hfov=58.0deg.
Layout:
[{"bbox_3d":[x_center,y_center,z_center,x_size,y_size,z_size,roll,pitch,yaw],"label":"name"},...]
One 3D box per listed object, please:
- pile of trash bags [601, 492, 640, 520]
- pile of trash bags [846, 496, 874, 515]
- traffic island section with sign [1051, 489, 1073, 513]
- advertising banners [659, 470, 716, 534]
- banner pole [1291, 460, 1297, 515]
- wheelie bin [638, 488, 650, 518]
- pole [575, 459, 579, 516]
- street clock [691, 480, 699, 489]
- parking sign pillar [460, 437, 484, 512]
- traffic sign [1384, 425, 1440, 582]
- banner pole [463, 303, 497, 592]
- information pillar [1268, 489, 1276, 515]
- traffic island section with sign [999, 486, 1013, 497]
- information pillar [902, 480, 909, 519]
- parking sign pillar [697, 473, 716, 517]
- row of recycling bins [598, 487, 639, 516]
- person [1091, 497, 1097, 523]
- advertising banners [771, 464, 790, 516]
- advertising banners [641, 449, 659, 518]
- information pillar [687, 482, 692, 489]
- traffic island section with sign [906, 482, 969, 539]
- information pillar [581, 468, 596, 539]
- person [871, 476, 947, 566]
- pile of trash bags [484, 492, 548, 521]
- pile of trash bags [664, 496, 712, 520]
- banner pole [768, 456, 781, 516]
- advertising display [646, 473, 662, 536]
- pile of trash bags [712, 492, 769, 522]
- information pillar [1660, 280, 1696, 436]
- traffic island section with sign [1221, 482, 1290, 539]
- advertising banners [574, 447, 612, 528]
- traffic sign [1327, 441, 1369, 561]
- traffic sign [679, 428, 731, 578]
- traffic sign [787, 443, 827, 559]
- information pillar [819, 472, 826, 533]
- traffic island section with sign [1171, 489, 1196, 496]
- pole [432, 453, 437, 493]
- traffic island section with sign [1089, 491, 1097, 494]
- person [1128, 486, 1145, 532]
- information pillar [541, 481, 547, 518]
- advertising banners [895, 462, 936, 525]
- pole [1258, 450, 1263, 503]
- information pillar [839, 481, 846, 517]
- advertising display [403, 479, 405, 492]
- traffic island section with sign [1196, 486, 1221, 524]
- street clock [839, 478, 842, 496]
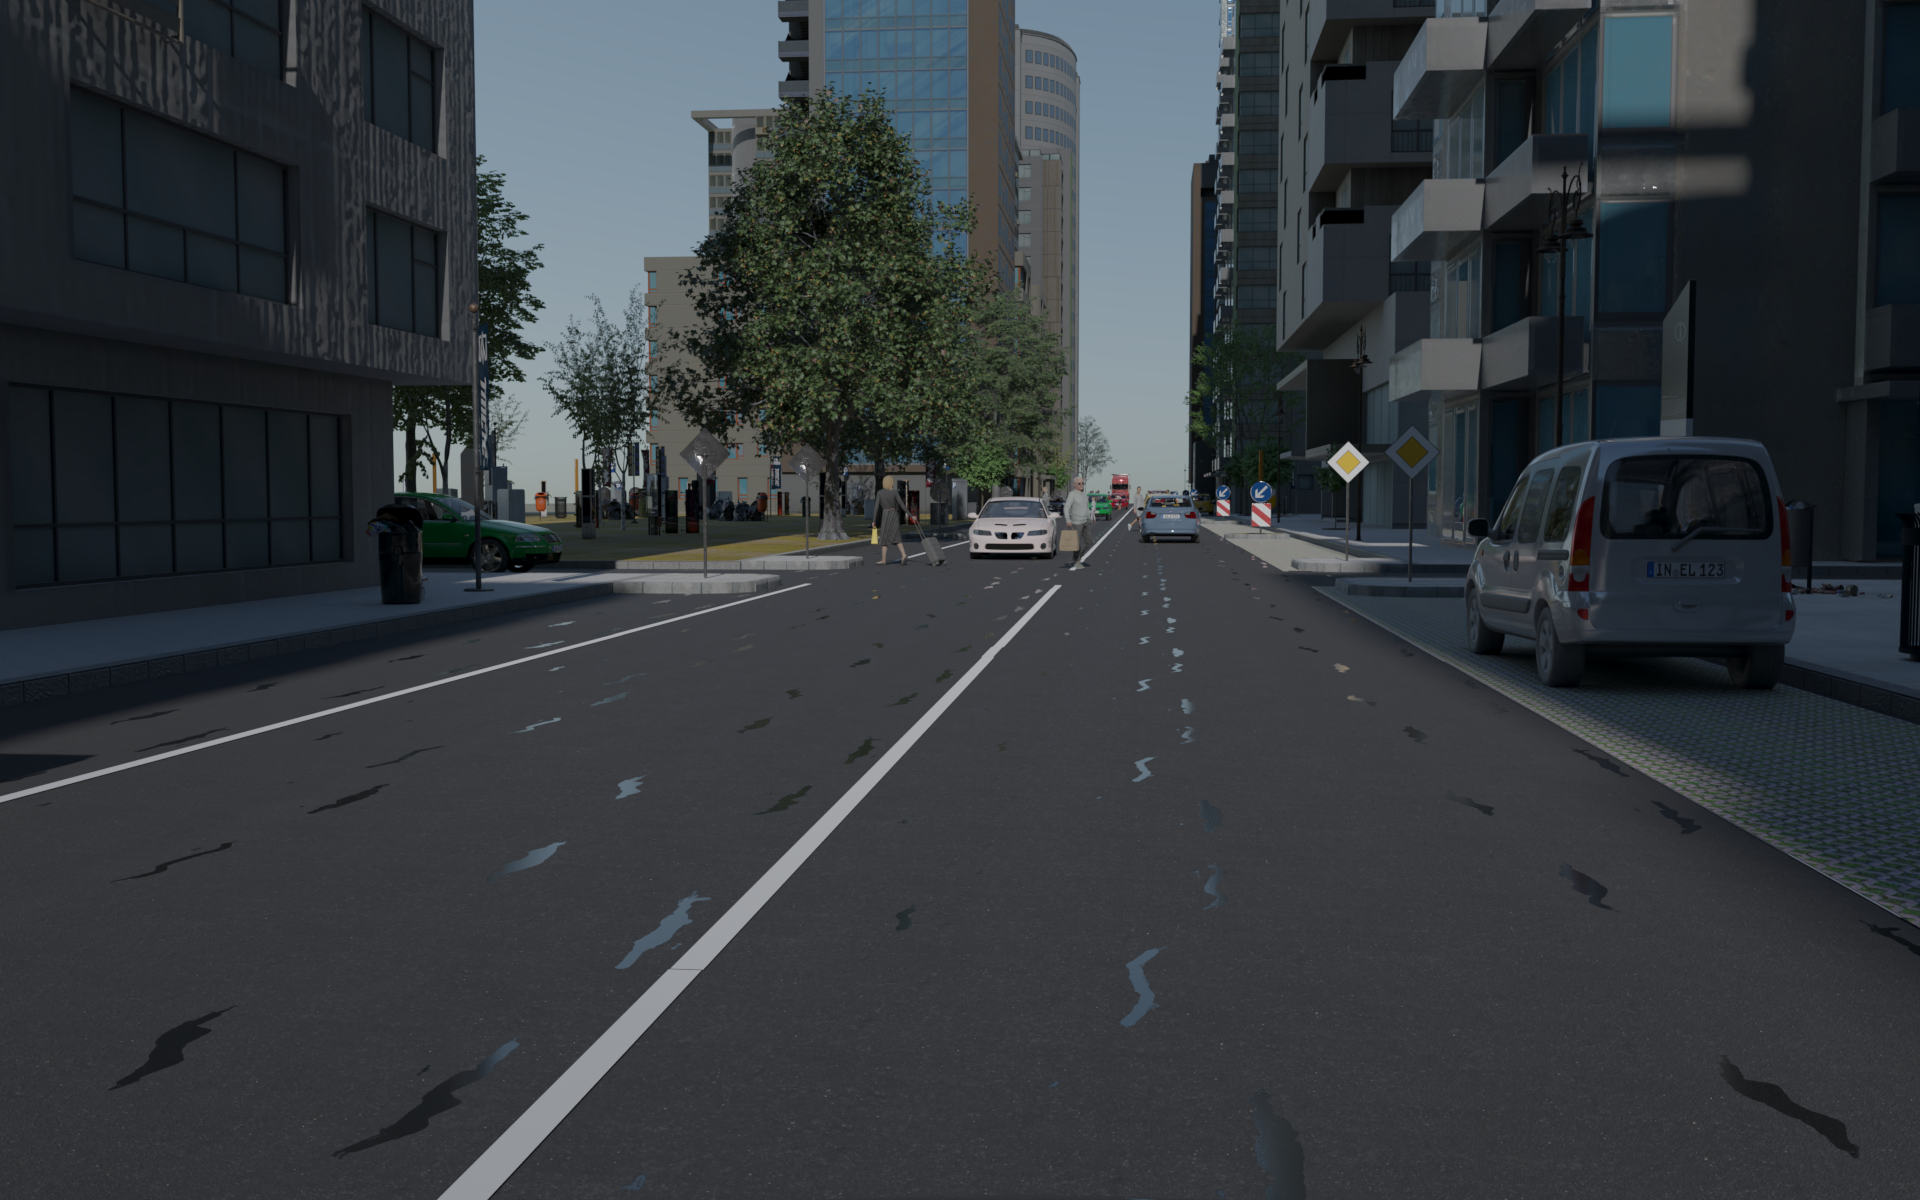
[{"bbox_3d":[-17.210,-4.741,87.263,1.912,1.369,3.447,1,4,23],"label":"pile of trash bags"},{"bbox_3d":[-5.567,-5.904,106.282,3.447,1.369,1.912,-2,4,-29],"label":"pile of trash bags"},{"bbox_3d":[7.594,-7.636,133.470,1.989,1.847,2.006,0,4,6],"label":"traffic island section with sign"},{"bbox_3d":[-8.789,-3.698,56.651,2.074,3.025,0.090,-3,4,-36],"label":"advertising banners"},{"bbox_3d":[20.298,-7.038,105.080,0.401,3.779,0.863,-1,4,-20],"label":"banner pole"},{"bbox_3d":[-17.042,-5.250,93.742,0.980,1.594,0.693,-1,4,-20],"label":"wheelie bin"},{"bbox_3d":[-22.253,-6.527,100.552,0.158,3.312,0.155,0,3,0],"label":"pole"},{"bbox_3d":[-13.620,-5.168,89.073,0.358,2.002,0.471,1,4,18],"label":"street clock"},{"bbox_3d":[-22.058,-5.494,78.307,1.447,3.967,1.447,3,5,44],"label":"parking sign pillar"},{"bbox_3d":[6.558,-1.318,25.185,0.795,2.450,0.064,0,4,6],"label":"traffic sign"},{"bbox_3d":[-6.259,-1.995,22.634,0.401,3.779,0.863,-2,4,-31],"label":"banner pole"},{"bbox_3d":[18.975,-6.981,105.487,0.504,3.616,0.183,0,4,-8],"label":"information pillar"},{"bbox_3d":[2.275,-4.604,83.902,1.989,1.847,2.006,0,4,6],"label":"traffic island section with sign"},{"bbox_3d":[-2.819,-5.205,89.592,0.304,2.012,0.304,2,4,25],"label":"information pillar"},{"bbox_3d":[-14.044,-6.568,95.852,1.447,3.967,1.447,-3,5,-42],"label":"parking sign pillar"},{"bbox_3d":[-19.091,-5.658,99.623,3.534,1.692,1.069,-1,4,-22],"label":"row of recycling bins"},{"bbox_3d":[6.582,-4.468,85.826,0.394,1.301,0.425,1,4,12],"label":"person"},{"bbox_3d":[-10.708,-6.534,103.019,0.090,3.025,2.074,2,4,27],"label":"advertising banners"},{"bbox_3d":[-11.987,-4.435,68.700,0.090,3.025,2.074,2,4,29],"label":"advertising banners"},{"bbox_3d":[-16.859,-6.346,108.254,0.304,2.012,0.304,1,4,13],"label":"information pillar"},{"bbox_3d":[-0.652,-2.933,56.586,1.989,1.847,2.006,0,4,6],"label":"traffic island section with sign"},{"bbox_3d":[-10.606,-2.750,49.449,0.304,2.012,0.304,1,4,12],"label":"information pillar"},{"bbox_3d":[-1.077,-1.584,34.622,1.509,1.804,0.699,2,4,27],"label":"person"},{"bbox_3d":[-21.478,-4.468,82.811,3.447,1.369,1.912,-1,4,-23],"label":"pile of trash bags"},{"bbox_3d":[-13.358,-4.757,87.524,3.447,1.369,1.912,1,4,15],"label":"pile of trash bags"},{"bbox_3d":[-10.839,-6.798,101.156,0.863,3.779,0.401,-1,4,-13],"label":"banner pole"},{"bbox_3d":[-9.535,-2.981,53.958,0.123,1.923,0.974,-2,4,-32],"label":"advertising display"},{"bbox_3d":[-9.912,-4.378,81.333,1.912,1.369,3.447,-2,4,-34],"label":"pile of trash bags"},{"bbox_3d":[7.954,-1.704,19.219,0.183,3.616,0.504,-1,4,-12],"label":"information pillar"},{"bbox_3d":[9.527,-2.880,55.717,1.989,1.847,2.006,0,4,6],"label":"traffic island section with sign"},{"bbox_3d":[-13.837,-4.230,65.350,2.074,3.025,0.090,2,4,35],"label":"advertising banners"},{"bbox_3d":[7.410,-1.803,33.124,0.795,2.450,0.064,0,4,6],"label":"traffic sign"},{"bbox_3d":[-3.874,-1.387,26.321,0.795,2.450,0.064,0,4,6],"label":"traffic sign"},{"bbox_3d":[-3.022,-1.873,34.261,0.795,2.450,0.064,0,4,6],"label":"traffic sign"},{"bbox_3d":[-4.432,-3.193,56.694,0.304,2.012,0.304,1,4,10],"label":"information pillar"},{"bbox_3d":[20.679,-9.229,159.521,1.989,1.847,2.006,0,4,6],"label":"traffic island section with sign"},{"bbox_3d":[-26.147,-5.650,86.219,0.158,3.312,0.155,0,3,0],"label":"pole"},{"bbox_3d":[19.321,-14.316,242.694,1.989,1.847,2.006,0,4,6],"label":"traffic island section with sign"},{"bbox_3d":[6.765,-3.469,65.965,0.760,1.731,0.466,1,4,16],"label":"person"},{"bbox_3d":[-22.598,-5.477,94.040,0.304,2.012,0.304,-1,4,-13],"label":"information pillar"},{"bbox_3d":[-1.932,-4.595,71.324,2.074,3.025,0.090,0,4,-1],"label":"advertising banners"},{"bbox_3d":[14.061,-5.330,80.988,0.158,3.312,0.155,0,3,0],"label":"pole"},{"bbox_3d":[-6.572,-5.651,96.886,0.304,2.012,0.304,-2,4,-29],"label":"information pillar"},{"bbox_3d":[-24.026,-4.305,75.607,0.123,1.923,0.974,-3,5,-44],"label":"advertising display"},{"bbox_3d":[12.408,-4.523,82.572,1.989,1.847,2.006,0,4,6],"label":"traffic island section with sign"},{"bbox_3d":[-5.426,-4.427,76.950,0.358,2.002,0.471,-1,4,-18],"label":"street clock"}]
